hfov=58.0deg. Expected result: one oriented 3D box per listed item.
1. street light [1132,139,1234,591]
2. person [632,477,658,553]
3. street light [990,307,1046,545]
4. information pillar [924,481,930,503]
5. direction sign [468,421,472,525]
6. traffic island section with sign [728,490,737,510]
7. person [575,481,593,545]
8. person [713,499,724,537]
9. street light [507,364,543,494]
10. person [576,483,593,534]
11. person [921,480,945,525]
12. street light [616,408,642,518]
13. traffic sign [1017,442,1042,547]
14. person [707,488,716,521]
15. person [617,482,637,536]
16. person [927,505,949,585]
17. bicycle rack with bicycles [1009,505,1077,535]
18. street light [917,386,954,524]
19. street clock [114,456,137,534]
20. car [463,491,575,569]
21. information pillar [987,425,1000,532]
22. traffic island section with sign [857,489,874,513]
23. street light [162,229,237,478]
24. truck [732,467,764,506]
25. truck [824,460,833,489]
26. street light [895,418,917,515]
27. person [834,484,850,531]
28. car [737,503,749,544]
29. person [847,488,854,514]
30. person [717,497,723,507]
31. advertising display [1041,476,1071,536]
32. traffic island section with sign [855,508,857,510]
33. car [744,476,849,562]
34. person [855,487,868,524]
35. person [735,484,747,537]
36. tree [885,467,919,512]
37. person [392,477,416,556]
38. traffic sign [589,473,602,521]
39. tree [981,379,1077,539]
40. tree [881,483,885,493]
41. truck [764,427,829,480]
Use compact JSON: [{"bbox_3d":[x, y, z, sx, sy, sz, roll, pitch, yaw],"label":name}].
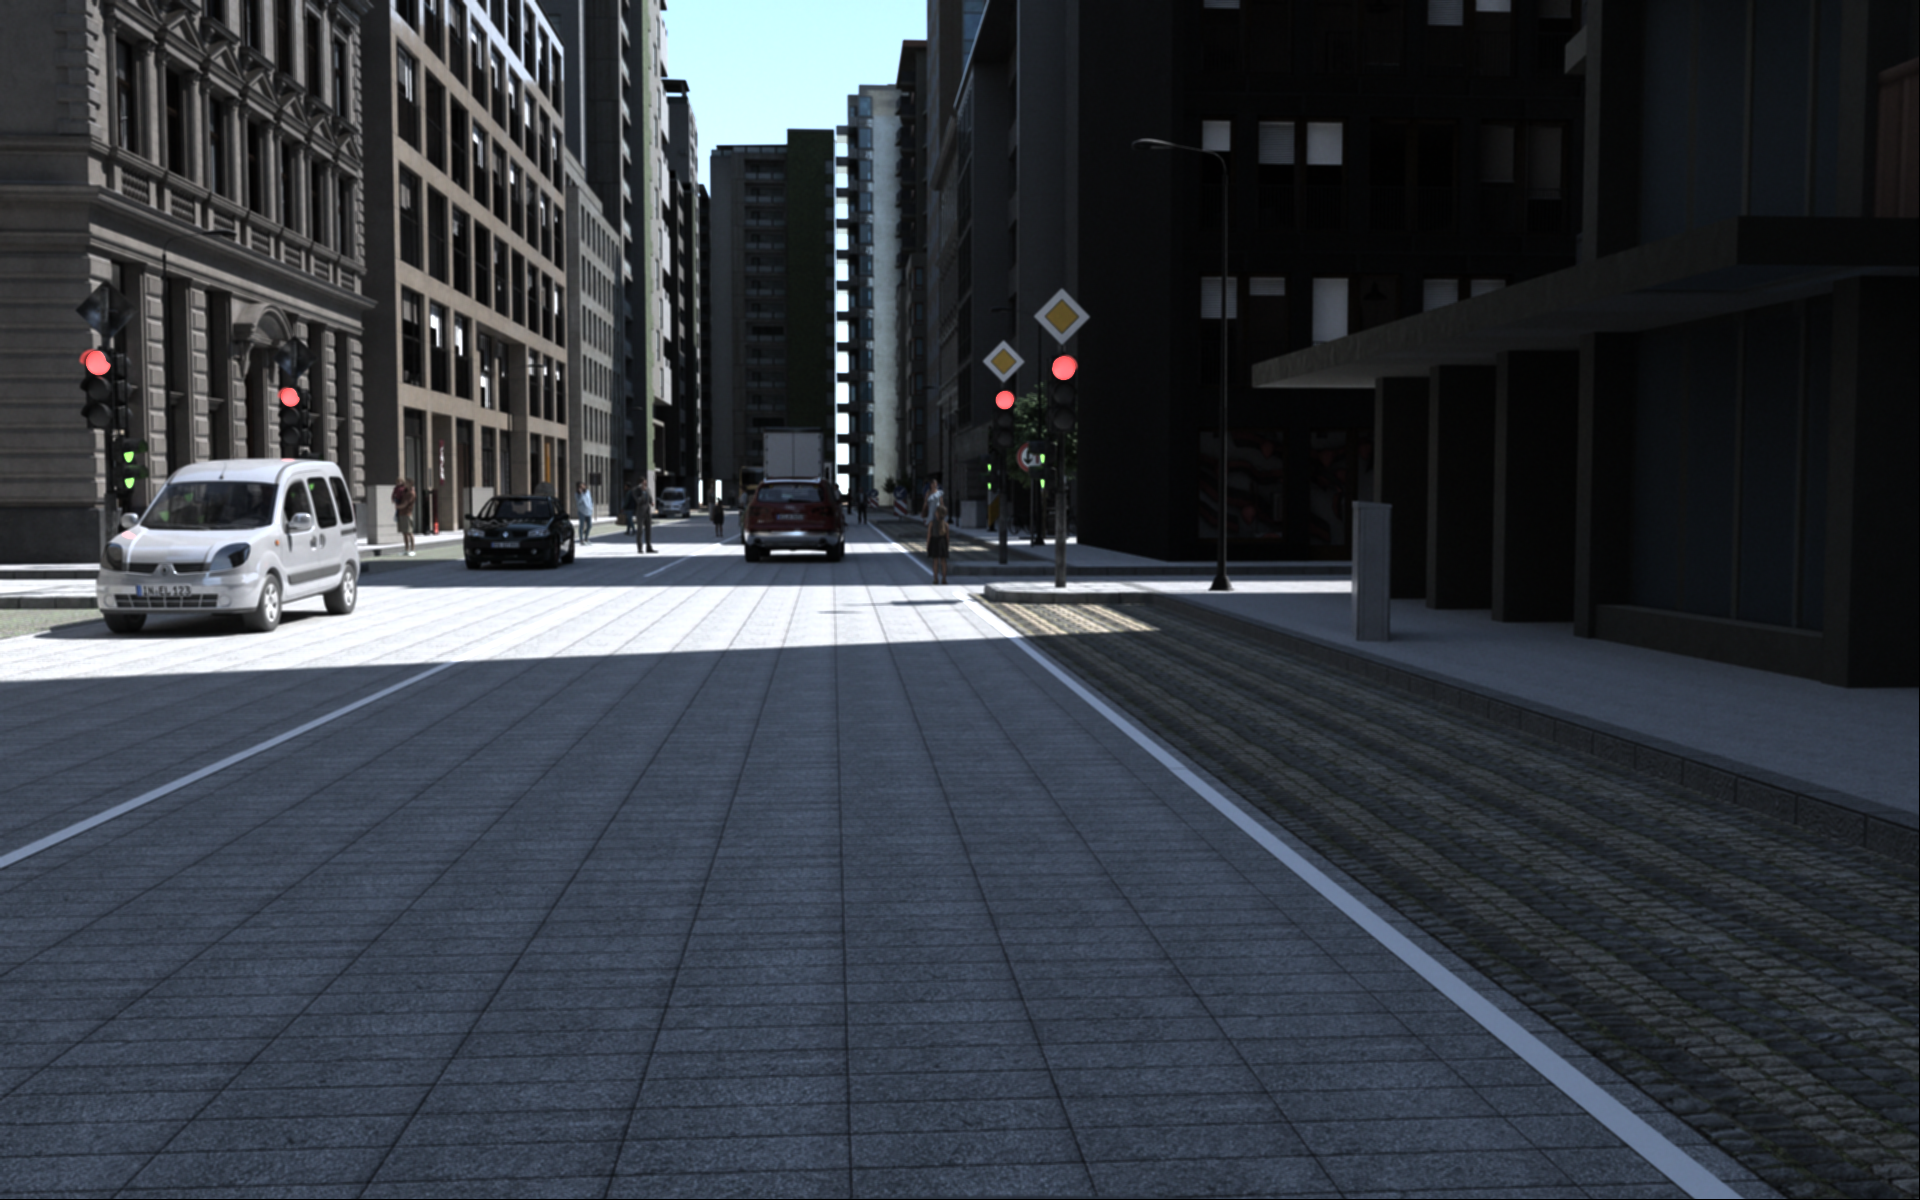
[{"bbox_3d":[2.947,-3.080,22.892,1.470,5.913,1.316,0,4,-4],"label":"street light"},{"bbox_3d":[-7.607,-2.061,42.007,0.447,1.846,0.655,2,4,35],"label":"person"},{"bbox_3d":[1.442,-4.320,43.178,1.470,5.913,1.316,0,4,-4],"label":"street light"},{"bbox_3d":[-1.813,-5.555,95.311,0.304,2.012,0.304,0,4,5],"label":"information pillar"},{"bbox_3d":[-15.279,-3.796,54.068,0.379,3.537,0.876,-1,4,-20],"label":"direction sign"},{"bbox_3d":[-21.092,-9.289,160.497,1.989,1.847,2.006,0,4,-4],"label":"traffic island section with sign"},{"bbox_3d":[-10.506,-2.424,48.394,0.793,1.790,0.793,0,4,3],"label":"person"},{"bbox_3d":[-8.063,-2.730,57.813,0.362,1.253,0.373,0,4,-2],"label":"person"},{"bbox_3d":[-15.553,-5.464,61.872,1.470,5.913,1.316,0,4,-4],"label":"street light"},{"bbox_3d":[-13.493,-3.267,61.940,0.581,1.822,0.654,1,4,21],"label":"person"},{"bbox_3d":[-0.704,-2.252,45.412,0.616,1.811,0.778,1,4,11],"label":"person"},{"bbox_3d":[-17.802,-7.383,93.255,1.470,5.913,1.316,0,4,-4],"label":"street light"},{"bbox_3d":[1.744,-2.543,41.684,0.768,2.556,0.104,0,4,-1],"label":"traffic sign"},{"bbox_3d":[-13.139,-5.066,91.877,0.362,1.759,0.519,3,4,36],"label":"person"},{"bbox_3d":[-11.277,-3.083,58.896,0.713,1.824,0.794,2,4,27],"label":"person"},{"bbox_3d":[-0.349,-0.872,27.432,0.362,1.253,0.373,0,4,-8],"label":"person"},{"bbox_3d":[2.815,-2.555,55.157,2.925,0.926,2.852,-2,4,-30],"label":"bicycle rack with bicycles"},{"bbox_3d":[-0.964,-6.239,74.550,1.470,5.913,1.316,0,4,-4],"label":"street light"},{"bbox_3d":[-14.886,-1.608,30.853,0.471,2.002,0.358,2,4,29],"label":"street clock"},{"bbox_3d":[-8.724,-1.508,34.448,2.009,1.686,4.222,0,4,-6],"label":"car"},{"bbox_3d":[1.151,-4.150,59.211,0.504,3.616,0.183,-3,5,-45],"label":"information pillar"},{"bbox_3d":[-6.720,-7.624,133.287,1.989,1.847,2.006,0,4,-4],"label":"traffic island section with sign"},{"bbox_3d":[-13.381,-3.544,30.482,1.470,5.913,1.316,0,4,-4],"label":"street light"},{"bbox_3d":[-14.407,-7.894,124.987,3.469,3.379,9.791,0,4,-3],"label":"truck"},{"bbox_3d":[-12.071,-9.626,146.293,2.839,4.237,11.283,0,4,-5],"label":"truck"},{"bbox_3d":[-3.248,-8.170,106.122,1.470,5.913,1.316,0,4,-4],"label":"street light"},{"bbox_3d":[-4.645,-3.592,67.075,0.795,1.843,0.661,0,4,6],"label":"person"},{"bbox_3d":[-5.527,-2.408,51.164,2.131,1.459,4.920,0,4,-6],"label":"car"},{"bbox_3d":[-7.766,-6.956,122.194,0.705,1.831,1.348,-1,4,-23],"label":"person"},{"bbox_3d":[-14.644,-5.655,105.644,0.352,1.250,0.332,-2,4,-27],"label":"person"},{"bbox_3d":[2.915,-2.945,53.365,0.974,1.923,0.123,1,4,9],"label":"advertising display"},{"bbox_3d":[-8.715,-9.269,160.169,1.989,1.847,2.006,0,4,-4],"label":"traffic island section with sign"},{"bbox_3d":[-3.598,-1.805,38.191,2.281,1.827,5.304,0,4,-2],"label":"car"},{"bbox_3d":[-4.712,-4.551,83.302,0.661,1.777,0.834,-1,4,-19],"label":"person"},{"bbox_3d":[-7.278,-2.968,57.601,0.524,1.755,0.480,1,4,9],"label":"person"},{"bbox_3d":[-3.939,-7.884,123.498,1.663,3.219,1.824,0,3,0],"label":"tree"},{"bbox_3d":[-12.890,-1.942,40.220,0.580,1.828,0.573,0,4,0],"label":"person"},{"bbox_3d":[-17.432,-4.935,82.811,0.606,2.300,0.079,0,4,3],"label":"traffic sign"},{"bbox_3d":[2.324,-4.027,49.559,4.285,4.588,4.351,0,3,0],"label":"tree"},{"bbox_3d":[-6.605,-10.185,161.127,1.663,3.219,1.824,0,3,0],"label":"tree"},{"bbox_3d":[-7.384,-5.472,78.378,2.839,4.237,11.283,0,4,-4],"label":"truck"}]
